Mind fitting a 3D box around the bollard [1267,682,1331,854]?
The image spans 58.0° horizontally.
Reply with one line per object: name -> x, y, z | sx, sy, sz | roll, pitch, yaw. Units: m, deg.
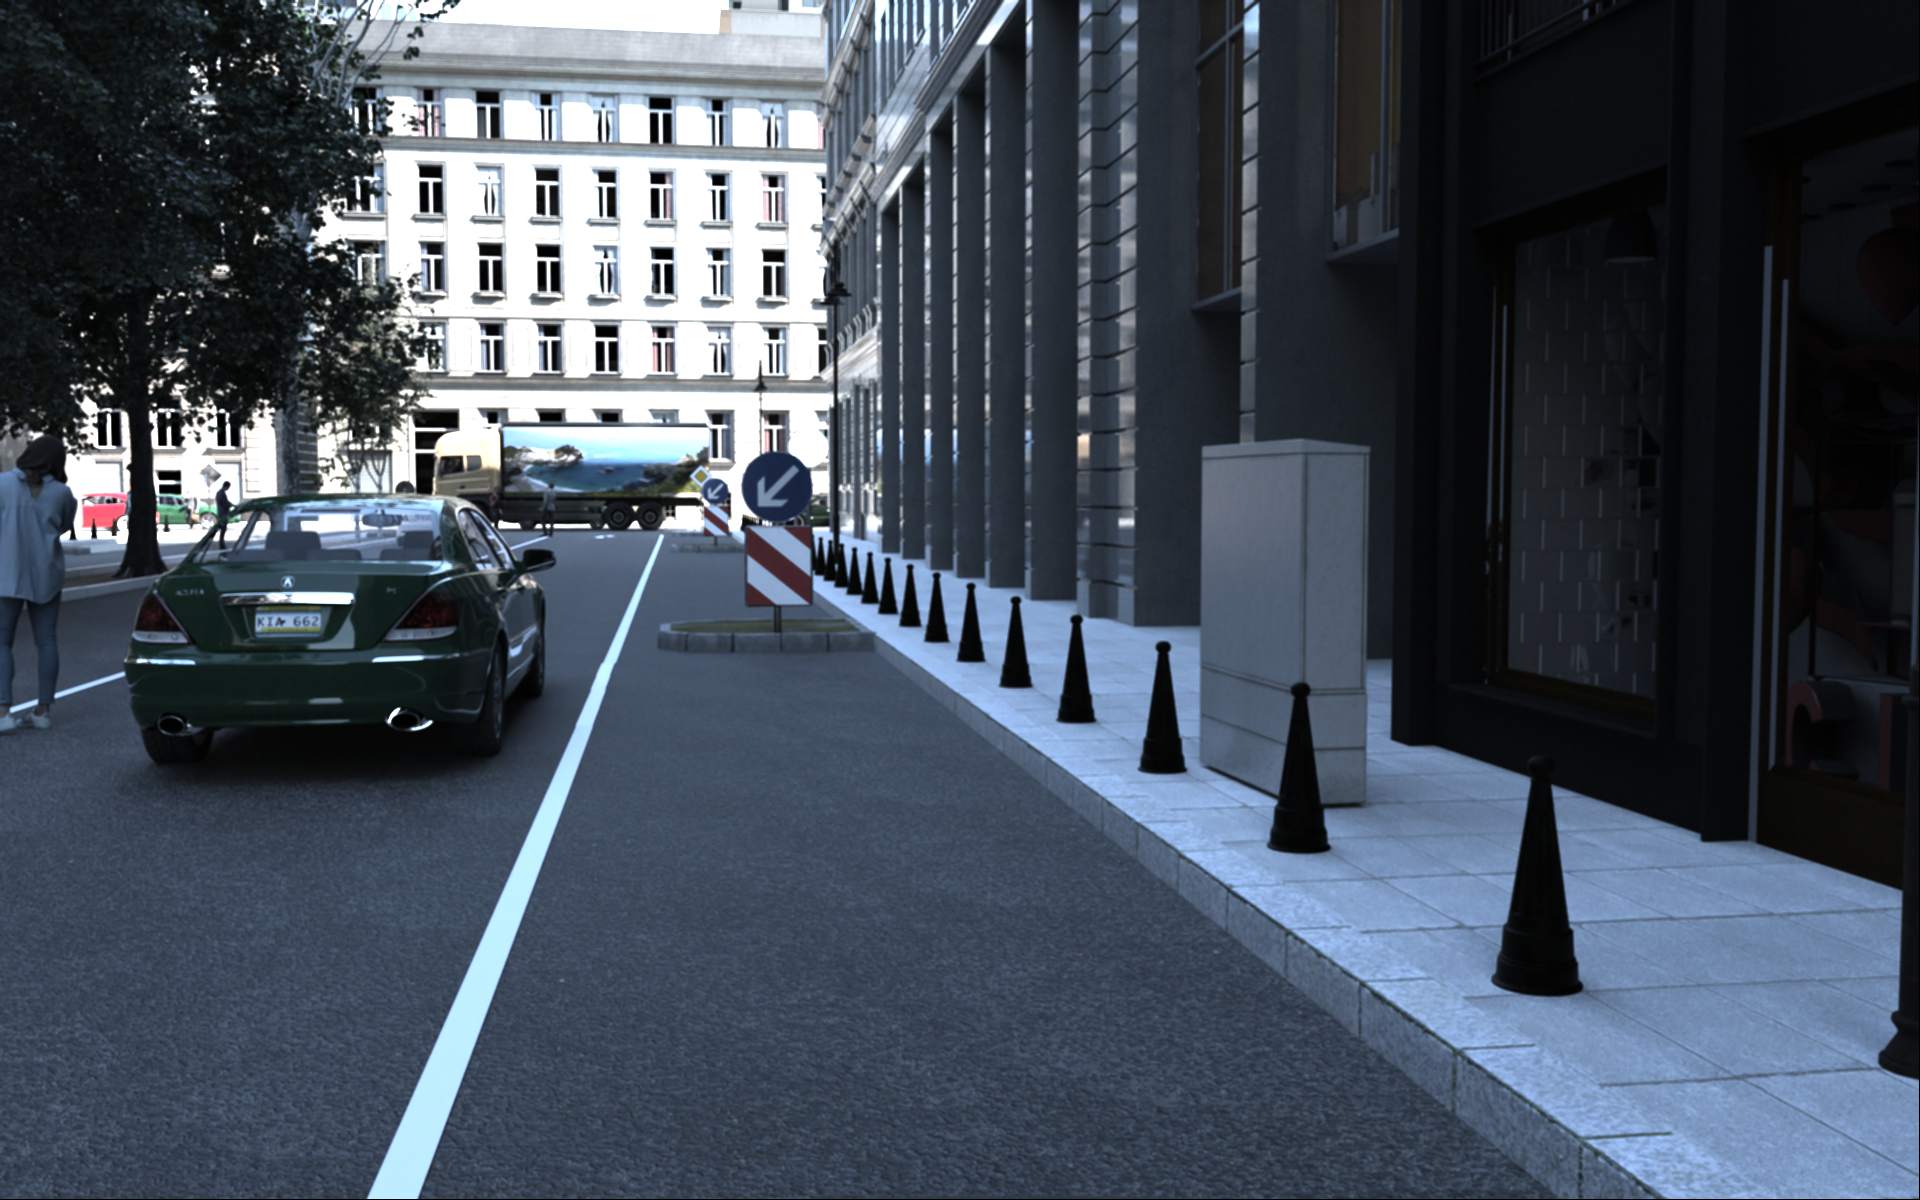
bollard -> 1.230, 0.598, 6.271 | 0.229, 0.601, 0.229 | 0, 3, 0

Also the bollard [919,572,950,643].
bollard -> -0.203, 0.060, 15.058 | 0.229, 0.601, 0.229 | 0, 3, 0

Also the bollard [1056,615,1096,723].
bollard -> 0.658, 0.383, 9.782 | 0.229, 0.601, 0.229 | 0, 3, 0

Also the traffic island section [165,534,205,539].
traffic island section -> -24.702, -2.125, 57.019 | 2.009, 0.180, 2.903 | -1, 4, -9

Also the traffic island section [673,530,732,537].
traffic island section -> -8.866, -2.281, 59.574 | 2.009, 0.180, 2.903 | -1, 4, -9

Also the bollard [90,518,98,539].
bollard -> -25.024, -2.080, 50.043 | 0.229, 0.601, 0.229 | 0, 3, 0

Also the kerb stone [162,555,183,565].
kerb stone -> -16.073, -0.796, 35.228 | 0.120, 0.150, 1.000 | -1, 4, -9

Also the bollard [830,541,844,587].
bollard -> -1.629, -0.479, 23.869 | 0.229, 0.601, 0.229 | 0, 3, 0

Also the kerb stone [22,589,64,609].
kerb stone -> -11.870, -0.009, 22.402 | 0.120, 0.150, 1.000 | -1, 4, -9

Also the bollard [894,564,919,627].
bollard -> -0.484, -0.047, 16.815 | 0.229, 0.601, 0.229 | 0, 3, 0

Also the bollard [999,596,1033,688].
bollard -> 0.372, 0.275, 11.544 | 0.229, 0.601, 0.229 | 0, 3, 0

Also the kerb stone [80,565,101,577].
kerb stone -> -15.247, -0.488, 30.173 | 0.120, 0.150, 1.000 | -1, 4, -9

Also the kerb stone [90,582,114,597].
kerb stone -> -12.192, -0.130, 24.425 | 0.120, 0.150, 1.000 | -1, 4, -9

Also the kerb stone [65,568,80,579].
kerb stone -> -15.089, -0.424, 29.160 | 0.120, 0.150, 1.000 | -1, 4, -9

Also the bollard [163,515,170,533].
bollard -> -26.161, -2.511, 57.100 | 0.229, 0.601, 0.229 | 0, 3, 0

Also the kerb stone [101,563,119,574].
kerb stone -> -15.418, -0.548, 31.183 | 0.120, 0.150, 1.000 | -1, 4, -9

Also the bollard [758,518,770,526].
bollard -> -5.057, -1.770, 44.987 | 0.229, 0.601, 0.229 | 0, 3, 0

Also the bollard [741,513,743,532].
bollard -> -7.053, -2.524, 57.303 | 0.229, 0.601, 0.229 | 0, 3, 0

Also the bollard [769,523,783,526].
bollard -> -4.197, -1.447, 39.707 | 0.229, 0.601, 0.229 | 0, 3, 0

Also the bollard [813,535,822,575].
bollard -> -2.200, -0.694, 27.390 | 0.229, 0.601, 0.229 | 0, 3, 0

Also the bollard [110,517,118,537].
bollard -> -25.304, -2.187, 51.798 | 0.229, 0.601, 0.229 | 0, 3, 0

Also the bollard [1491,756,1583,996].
bollard -> 1.510, 0.705, 4.516 | 0.229, 0.601, 0.229 | 0, 3, 0

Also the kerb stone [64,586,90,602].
kerb stone -> -12.029, -0.074, 23.413 | 0.120, 0.150, 1.000 | -1, 4, -9

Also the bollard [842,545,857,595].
bollard -> -1.345, -0.371, 22.108 | 0.229, 0.601, 0.229 | 0, 3, 0

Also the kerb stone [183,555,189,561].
kerb stone -> -16.244, -0.859, 36.238 | 0.120, 0.150, 1.000 | -1, 4, -9

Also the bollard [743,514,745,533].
bollard -> -6.770, -2.415, 55.534 | 0.229, 0.601, 0.229 | 0, 3, 0

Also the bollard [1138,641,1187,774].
bollard -> 0.940, 0.490, 8.027 | 0.229, 0.601, 0.229 | 0, 3, 0

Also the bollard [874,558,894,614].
bollard -> -0.773, -0.155, 18.573 | 0.229, 0.601, 0.229 | 0, 3, 0

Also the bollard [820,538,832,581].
bollard -> -1.915, -0.586, 25.623 | 0.229, 0.601, 0.229 | 0, 3, 0

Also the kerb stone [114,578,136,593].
kerb stone -> -12.356, -0.194, 25.440 | 0.120, 0.150, 1.000 | -1, 4, -9

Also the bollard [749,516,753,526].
bollard -> -5.914, -2.093, 50.257 | 0.229, 0.601, 0.229 | 0, 3, 0

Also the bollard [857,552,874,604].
bollard -> -1.056, -0.263, 20.340 | 0.229, 0.601, 0.229 | 0, 3, 0

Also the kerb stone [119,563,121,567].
kerb stone -> -15.577, -0.607, 32.195 | 0.120, 0.150, 1.000 | -1, 4, -9

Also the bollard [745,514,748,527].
bollard -> -6.481, -2.307, 53.767 | 0.229, 0.601, 0.229 | 0, 3, 0

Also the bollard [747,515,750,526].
bollard -> -6.197, -2.200, 52.012 | 0.229, 0.601, 0.229 | 0, 3, 0

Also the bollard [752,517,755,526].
bollard -> -5.627, -1.985, 48.500 | 0.229, 0.601, 0.229 | 0, 3, 0

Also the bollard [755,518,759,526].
bollard -> -5.343, -1.878, 46.741 | 0.229, 0.601, 0.229 | 0, 3, 0

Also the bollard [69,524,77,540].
bollard -> -24.738, -1.972, 48.288 | 0.229, 0.601, 0.229 | 0, 3, 0

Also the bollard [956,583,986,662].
bollard -> 0.084, 0.168, 13.298 | 0.229, 0.601, 0.229 | 0, 3, 0

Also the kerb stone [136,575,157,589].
kerb stone -> -12.520, -0.260, 26.451 | 0.120, 0.150, 1.000 | -1, 4, -9
